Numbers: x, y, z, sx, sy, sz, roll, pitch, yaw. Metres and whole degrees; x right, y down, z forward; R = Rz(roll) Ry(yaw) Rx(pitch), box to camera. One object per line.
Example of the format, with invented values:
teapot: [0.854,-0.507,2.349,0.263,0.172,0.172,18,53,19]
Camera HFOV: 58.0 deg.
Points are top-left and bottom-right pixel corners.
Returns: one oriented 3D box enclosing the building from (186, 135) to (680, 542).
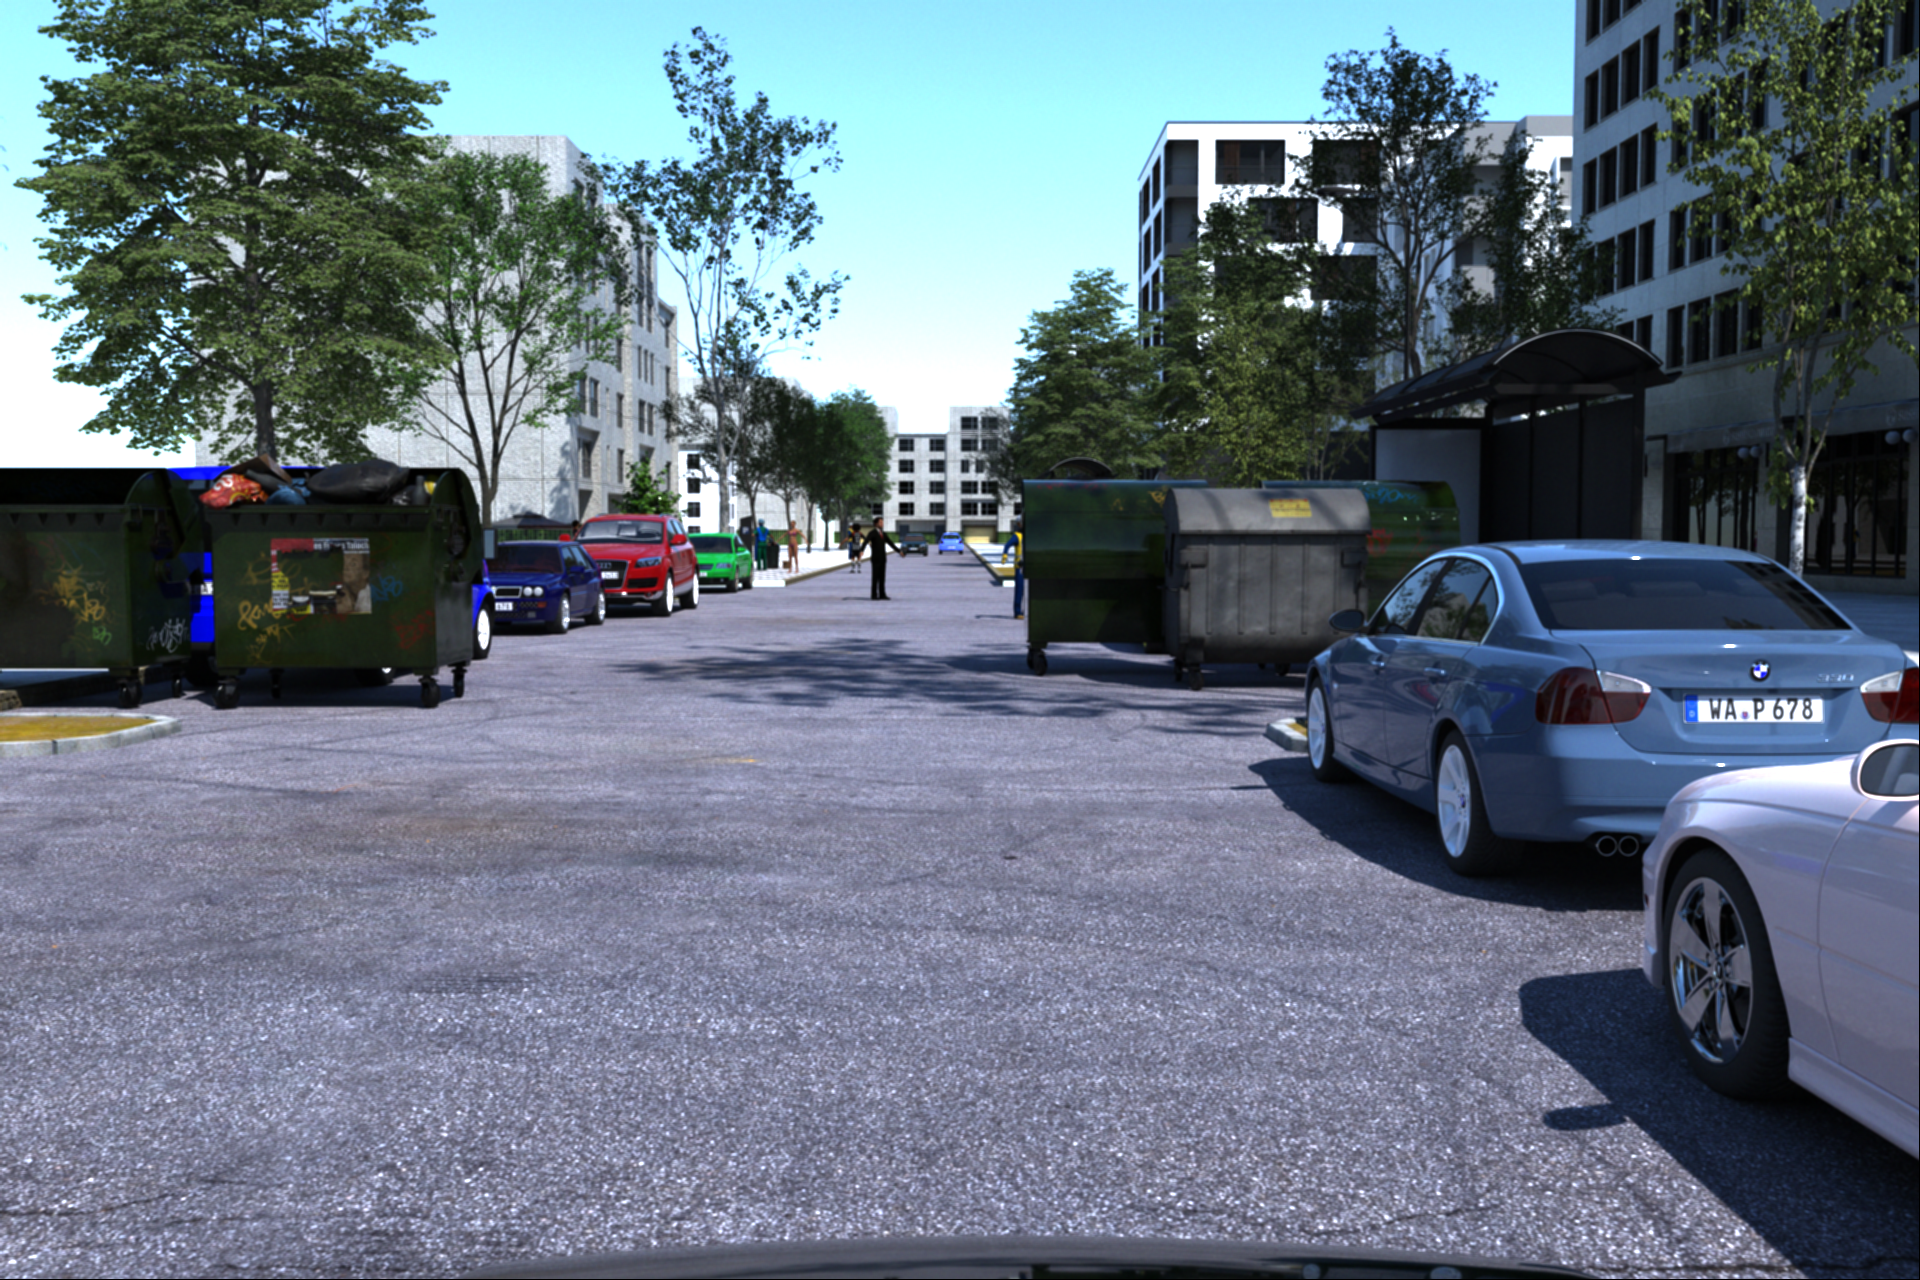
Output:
building: [-25.899,-13.843,92.791,16.747,18.905,31.486,0,4,0]

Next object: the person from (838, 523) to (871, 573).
person: [-3.858,-3.393,64.078,1.345,1.843,0.704,-2,4,-27]

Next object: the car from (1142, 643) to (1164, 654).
car: [3.007,-0.763,22.058,1.945,1.707,3.694,0,4,-1]

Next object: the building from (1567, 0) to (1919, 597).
building: [29.060,-14.331,36.479,24.374,26.755,37.873,0,4,0]

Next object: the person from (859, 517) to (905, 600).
person: [-1.746,-1.774,37.642,0.705,1.806,1.347,3,5,42]

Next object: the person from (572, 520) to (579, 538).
person: [-14.977,-3.767,67.737,0.704,1.843,1.345,-1,4,-18]

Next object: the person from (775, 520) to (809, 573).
person: [-5.544,-3.082,57.189,1.217,1.733,0.721,1,4,20]

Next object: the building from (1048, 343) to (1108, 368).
building: [23.832,-21.865,201.459,27.936,21.610,32.646,0,4,0]

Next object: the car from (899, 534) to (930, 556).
car: [-2.975,-6.305,112.876,2.009,1.686,4.222,0,4,0]

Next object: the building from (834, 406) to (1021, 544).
building: [-1.557,-23.001,244.982,31.486,18.905,16.747,0,4,0]

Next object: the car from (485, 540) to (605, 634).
car: [-6.497,-0.821,26.003,1.945,1.354,3.894,0,3,0]

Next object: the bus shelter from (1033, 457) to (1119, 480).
bus shelter: [3.144,-3.322,48.233,2.014,3.302,5.546,0,4,-1]

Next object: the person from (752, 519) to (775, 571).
person: [-6.969,-3.329,60.561,1.347,1.817,0.704,-3,5,-42]

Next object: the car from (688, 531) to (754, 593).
car: [-6.285,-2.125,43.536,1.959,1.807,4.718,0,4,0]

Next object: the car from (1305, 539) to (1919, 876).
car: [2.932,0.212,8.545,2.014,1.417,4.499,0,4,0]

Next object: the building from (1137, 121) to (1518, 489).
building: [24.182,-15.808,102.429,27.936,21.610,32.646,0,3,0]

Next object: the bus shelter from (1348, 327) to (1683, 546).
bus shelter: [6.037,-1.578,19.724,2.014,3.302,5.546,0,3,0]

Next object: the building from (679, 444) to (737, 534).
building: [-26.982,-14.219,174.626,9.099,9.664,28.070,0,4,0]

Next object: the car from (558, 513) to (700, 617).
car: [-6.040,-1.406,31.658,2.281,1.827,5.304,0,4,-1]

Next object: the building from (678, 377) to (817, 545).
building: [-27.041,-21.077,211.067,16.747,18.905,31.486,0,4,0]

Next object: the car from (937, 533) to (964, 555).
car: [-0.651,-6.922,122.759,1.945,1.707,3.694,0,4,-1]

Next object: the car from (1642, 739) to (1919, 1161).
car: [2.858,0.573,2.994,2.083,1.381,4.827,0,4,-1]

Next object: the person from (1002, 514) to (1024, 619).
person: [1.125,-1.240,29.202,1.216,1.772,0.721,-3,5,-44]

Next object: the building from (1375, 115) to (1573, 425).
building: [25.274,-13.847,82.822,16.016,20.090,11.380,0,4,-1]

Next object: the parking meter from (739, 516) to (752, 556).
parking meter: [-6.779,-3.002,54.795,0.399,1.863,0.255,0,4,0]

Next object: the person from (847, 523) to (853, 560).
person: [-5.427,-4.939,86.717,0.705,1.833,1.349,0,4,6]

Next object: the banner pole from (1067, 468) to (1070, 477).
banner pole: [3.755,-4.270,59.830,0.401,3.779,0.863,0,4,-2]

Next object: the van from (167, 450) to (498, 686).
van: [-6.353,-0.834,18.027,2.240,2.365,5.245,0,3,0]

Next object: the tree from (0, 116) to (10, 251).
tree: [-12.651,-4.200,19.025,4.360,8.622,3.978,0,3,0]

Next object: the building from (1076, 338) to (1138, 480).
building: [21.353,-20.853,171.873,19.493,23.208,18.063,0,4,-1]

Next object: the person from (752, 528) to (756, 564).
person: [-8.419,-3.833,68.937,0.705,1.796,1.348,3,5,42]
